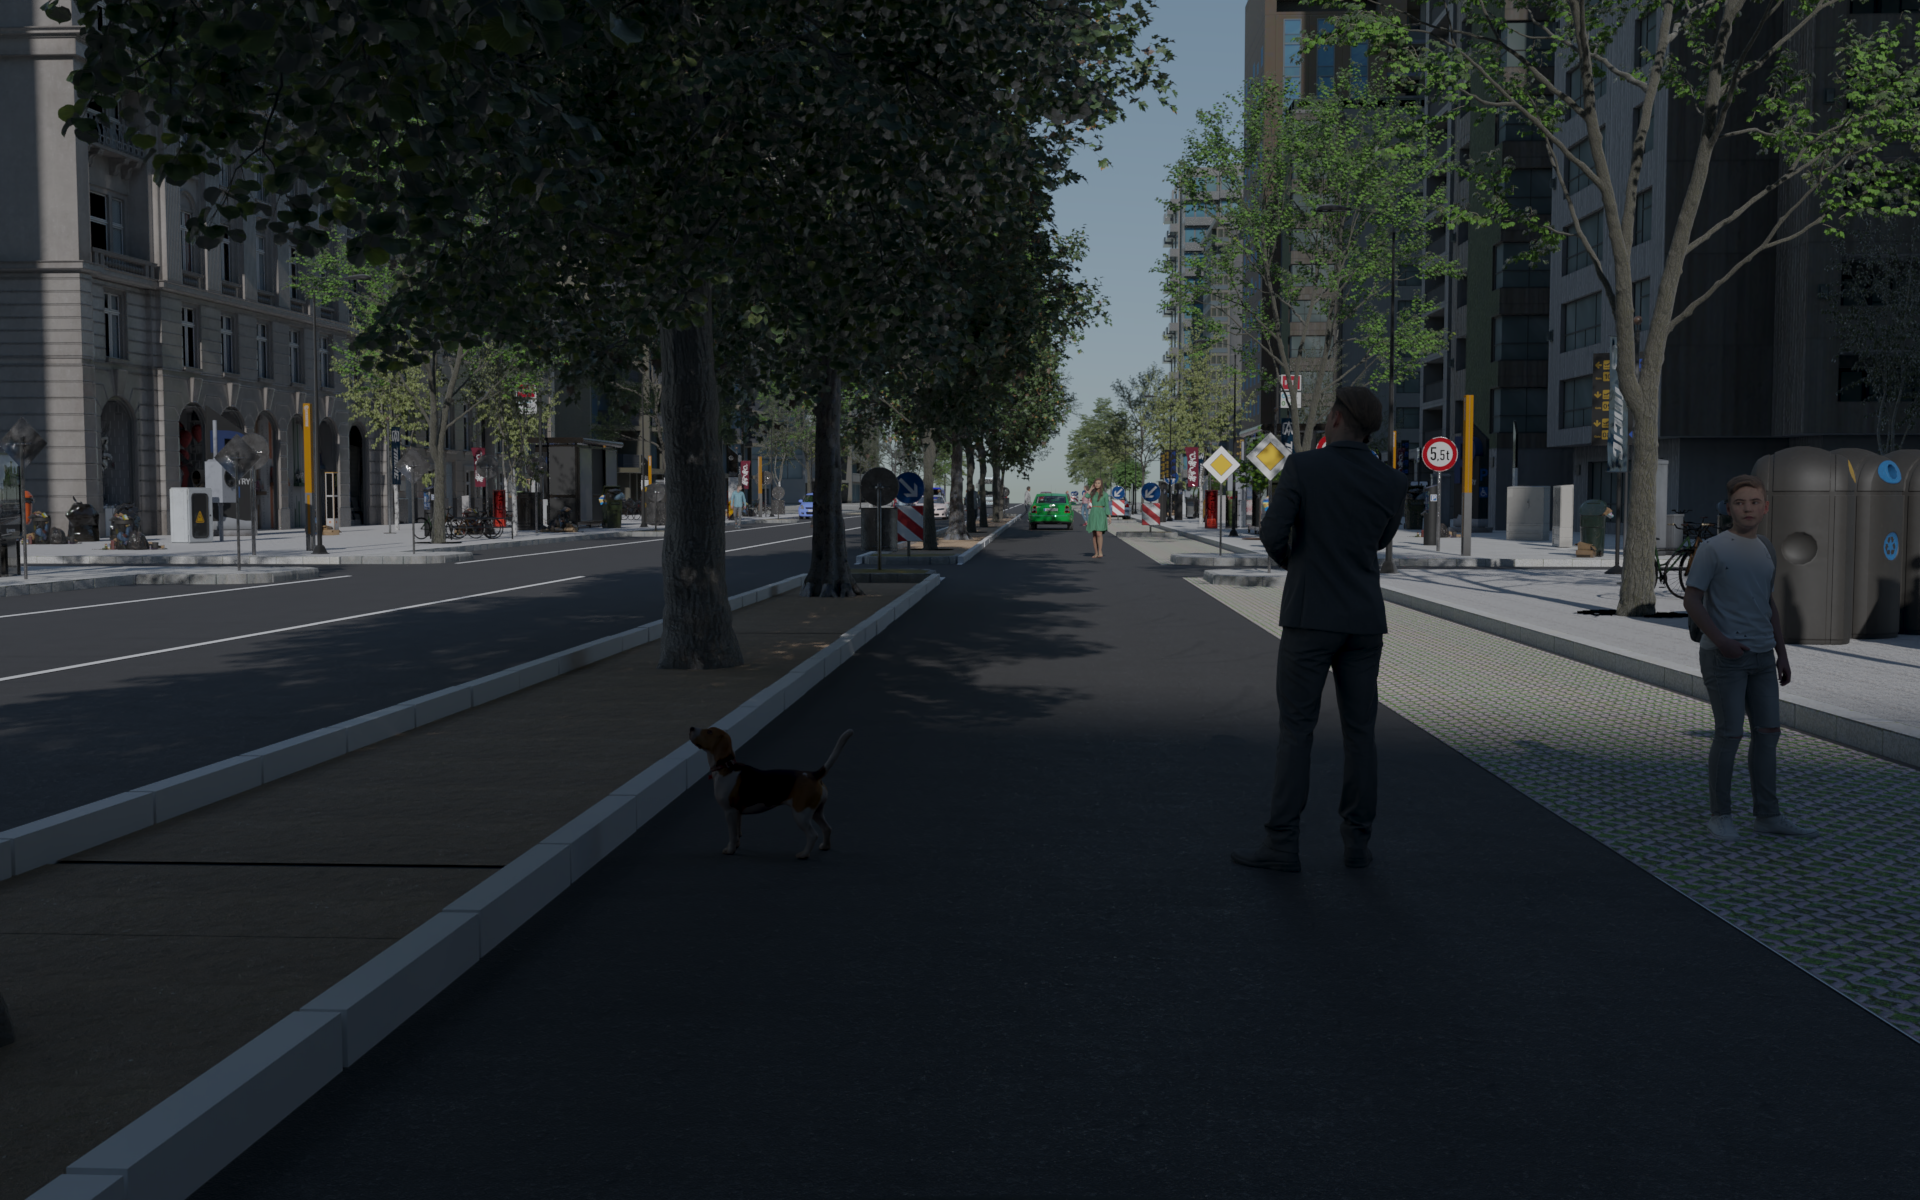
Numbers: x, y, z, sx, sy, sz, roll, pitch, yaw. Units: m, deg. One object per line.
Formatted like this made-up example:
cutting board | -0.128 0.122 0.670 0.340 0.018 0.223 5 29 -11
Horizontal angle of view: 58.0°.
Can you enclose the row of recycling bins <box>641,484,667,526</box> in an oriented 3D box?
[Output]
row of recycling bins | -12.556 -3.964 71.925 1.069 1.692 3.534 -1 4 -18

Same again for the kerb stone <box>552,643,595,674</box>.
kerb stone | -3.189 0.493 14.134 0.120 0.150 1.000 0 4 3

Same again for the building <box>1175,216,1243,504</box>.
building | 44.618 -32.685 226.281 32.217 40.220 23.993 0 4 3

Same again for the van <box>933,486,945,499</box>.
van | -2.454 -9.311 156.611 2.240 2.365 5.245 0 4 4

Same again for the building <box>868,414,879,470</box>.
building | -19.944 -30.101 263.850 14.160 30.474 14.107 0 4 3

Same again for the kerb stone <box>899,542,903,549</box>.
kerb stone | -1.633 -1.355 44.353 0.120 0.150 1.000 0 4 3

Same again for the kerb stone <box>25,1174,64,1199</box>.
kerb stone | -1.662 1.190 2.774 0.120 0.150 1.000 0 4 3

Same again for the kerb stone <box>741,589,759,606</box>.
kerb stone | -2.771 -0.006 22.336 0.120 0.150 1.000 0 4 3

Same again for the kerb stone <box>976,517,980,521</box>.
kerb stone | 1.113 -4.607 97.595 0.120 0.150 1.000 0 4 3

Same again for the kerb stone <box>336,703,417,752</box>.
kerb stone | -3.404 0.747 10.039 0.120 0.150 1.000 0 4 3

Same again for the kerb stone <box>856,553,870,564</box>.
kerb stone | -2.055 -0.855 36.182 0.120 0.150 1.000 0 4 3

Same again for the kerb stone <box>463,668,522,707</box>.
kerb stone | -3.287 0.620 12.081 0.120 0.150 1.000 0 4 3

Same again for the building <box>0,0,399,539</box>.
building | -30.093 -13.372 60.433 13.314 21.916 24.055 0 4 3

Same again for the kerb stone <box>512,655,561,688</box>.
kerb stone | -3.240 0.556 13.104 0.120 0.150 1.000 0 4 3

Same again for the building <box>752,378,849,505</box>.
building | -29.151 -38.619 220.662 28.713 52.752 27.495 0 4 3

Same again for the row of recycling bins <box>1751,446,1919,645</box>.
row of recycling bins | 8.398 -0.532 15.814 3.534 1.692 1.069 -2 4 -33

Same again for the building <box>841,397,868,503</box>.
building | -24.844 -38.012 245.201 21.300 48.544 21.600 0 4 3

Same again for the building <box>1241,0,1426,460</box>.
building | 31.167 -30.178 143.521 14.600 45.320 14.200 0 4 3

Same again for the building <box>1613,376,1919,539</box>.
building | 26.532 -17.095 51.205 14.107 30.474 14.160 0 4 3

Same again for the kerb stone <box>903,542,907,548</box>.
kerb stone | -1.521 -1.480 46.396 0.120 0.150 1.000 0 4 3

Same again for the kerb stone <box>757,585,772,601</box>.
kerb stone | -2.708 -0.070 23.356 0.120 0.150 1.000 0 4 3

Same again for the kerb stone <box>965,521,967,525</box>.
kerb stone | 0.427 -3.798 84.289 0.120 0.150 1.000 0 4 3

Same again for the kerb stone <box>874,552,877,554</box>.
kerb stone | -1.951 -0.980 38.225 0.120 0.150 1.000 0 4 3

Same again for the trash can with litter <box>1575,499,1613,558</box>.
trash can with litter | 12.853 -1.454 35.156 0.624 1.170 1.055 2 4 29

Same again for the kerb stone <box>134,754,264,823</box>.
kerb stone | -3.504 0.870 7.977 0.120 0.150 1.000 0 4 3

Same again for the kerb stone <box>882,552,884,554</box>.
kerb stone | -1.891 -1.040 39.246 0.120 0.150 1.000 0 4 3

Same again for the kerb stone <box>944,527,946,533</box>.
kerb stone | -0.687 -2.477 62.780 0.120 0.150 1.000 0 4 3

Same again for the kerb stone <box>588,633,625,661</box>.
kerb stone | -3.141 0.431 15.155 0.120 0.150 1.000 0 4 3

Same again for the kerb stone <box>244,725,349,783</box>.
kerb stone | -3.454 0.807 9.006 0.120 0.150 1.000 0 4 3

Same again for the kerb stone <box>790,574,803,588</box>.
kerb stone | -2.560 -0.259 26.429 0.120 0.150 1.000 0 4 3

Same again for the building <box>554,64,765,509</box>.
building | -29.827 -30.659 155.905 22.147 44.769 28.867 0 4 3

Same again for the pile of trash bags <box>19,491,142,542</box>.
pile of trash bags | -23.966 -2.281 47.047 3.447 1.369 1.912 -1 4 -12

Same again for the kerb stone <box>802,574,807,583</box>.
kerb stone | -2.498 -0.319 27.449 0.120 0.150 1.000 0 4 3

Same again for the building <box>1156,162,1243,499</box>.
building | 41.224 -38.764 253.395 23.786 49.044 30.456 0 4 3

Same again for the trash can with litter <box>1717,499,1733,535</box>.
trash can with litter | 15.846 -1.472 35.449 0.624 1.170 1.055 1 4 16

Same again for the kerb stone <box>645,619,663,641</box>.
kerb stone | -3.029 0.305 17.202 0.120 0.150 1.000 0 4 3

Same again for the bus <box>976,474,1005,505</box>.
bus | 3.208 -11.368 180.728 2.948 3.499 13.247 0 4 2

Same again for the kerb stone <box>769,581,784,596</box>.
kerb stone | -2.654 -0.134 24.383 0.120 0.150 1.000 0 4 3

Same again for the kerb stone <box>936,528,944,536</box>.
kerb stone | -0.737 -2.420 61.758 0.120 0.150 1.000 0 4 3

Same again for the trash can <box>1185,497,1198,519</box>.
trash can | 12.076 -4.815 90.376 0.748 1.137 0.748 0 3 0

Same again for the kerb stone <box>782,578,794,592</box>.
kerb stone | -2.605 -0.192 25.406 0.120 0.150 1.000 0 4 3

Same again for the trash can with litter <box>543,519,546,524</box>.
trash can with litter | -18.273 -3.935 75.400 1.678 1.210 2.233 -1 4 -9

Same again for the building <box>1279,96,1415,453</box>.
building | 30.909 -21.905 129.841 14.160 30.474 14.107 0 4 3

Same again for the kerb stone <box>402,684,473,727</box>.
kerb stone | -3.350 0.681 11.061 0.120 0.150 1.000 0 4 3

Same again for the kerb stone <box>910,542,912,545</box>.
kerb stone | -1.470 -1.541 47.417 0.120 0.150 1.000 0 4 3

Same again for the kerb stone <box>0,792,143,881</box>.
kerb stone | -3.557 0.932 6.956 0.120 0.150 1.000 0 4 3

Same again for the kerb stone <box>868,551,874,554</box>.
kerb stone | -2.002 -0.918 37.205 0.120 0.150 1.000 0 4 3

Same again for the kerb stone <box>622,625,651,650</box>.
kerb stone | -3.089 0.375 16.181 0.120 0.150 1.000 0 4 3

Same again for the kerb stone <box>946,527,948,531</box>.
kerb stone | -0.631 -2.542 63.800 0.120 0.150 1.000 0 4 3

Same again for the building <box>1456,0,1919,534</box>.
building | 26.179 -18.028 66.452 14.160 30.474 14.107 0 4 3

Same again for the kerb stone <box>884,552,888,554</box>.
kerb stone | -1.839 -1.103 40.267 0.120 0.150 1.000 0 4 3

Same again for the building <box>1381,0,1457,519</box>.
building | 34.686 -39.869 90.118 20.563 71.187 20.611 0 4 3

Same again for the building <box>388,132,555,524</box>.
building | -29.020 -17.619 85.330 12.463 27.353 25.104 0 4 3

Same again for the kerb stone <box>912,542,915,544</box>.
kerb stone | -1.423 -1.593 48.438 0.120 0.150 1.000 0 4 3

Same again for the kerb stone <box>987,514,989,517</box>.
kerb stone | 1.740 -5.358 109.878 0.120 0.150 1.000 0 4 3

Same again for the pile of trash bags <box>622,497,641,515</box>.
pile of trash bags | -20.201 -5.934 106.779 1.912 1.369 3.447 1 4 22

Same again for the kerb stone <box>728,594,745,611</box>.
kerb stone | -2.831 0.057 21.309 0.120 0.150 1.000 0 4 3
